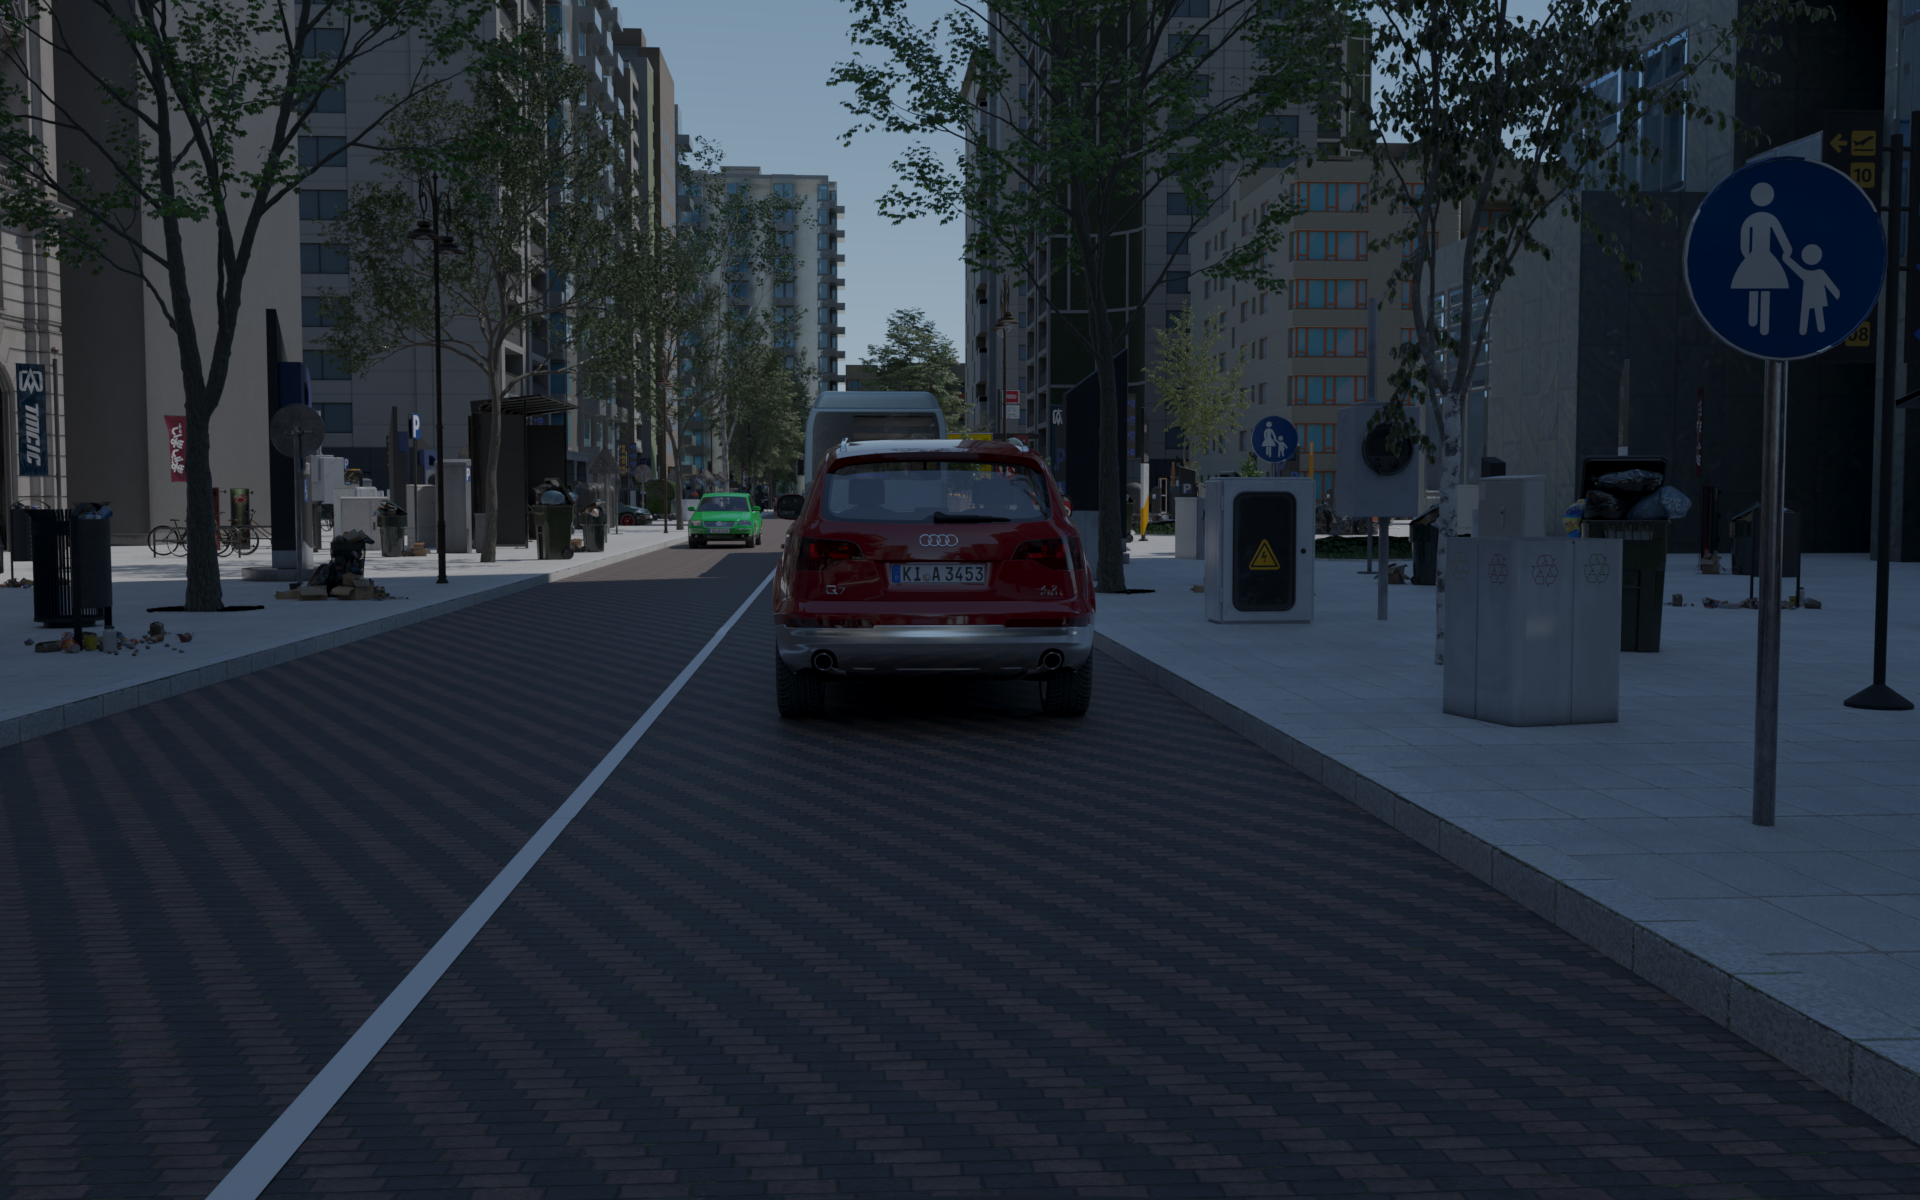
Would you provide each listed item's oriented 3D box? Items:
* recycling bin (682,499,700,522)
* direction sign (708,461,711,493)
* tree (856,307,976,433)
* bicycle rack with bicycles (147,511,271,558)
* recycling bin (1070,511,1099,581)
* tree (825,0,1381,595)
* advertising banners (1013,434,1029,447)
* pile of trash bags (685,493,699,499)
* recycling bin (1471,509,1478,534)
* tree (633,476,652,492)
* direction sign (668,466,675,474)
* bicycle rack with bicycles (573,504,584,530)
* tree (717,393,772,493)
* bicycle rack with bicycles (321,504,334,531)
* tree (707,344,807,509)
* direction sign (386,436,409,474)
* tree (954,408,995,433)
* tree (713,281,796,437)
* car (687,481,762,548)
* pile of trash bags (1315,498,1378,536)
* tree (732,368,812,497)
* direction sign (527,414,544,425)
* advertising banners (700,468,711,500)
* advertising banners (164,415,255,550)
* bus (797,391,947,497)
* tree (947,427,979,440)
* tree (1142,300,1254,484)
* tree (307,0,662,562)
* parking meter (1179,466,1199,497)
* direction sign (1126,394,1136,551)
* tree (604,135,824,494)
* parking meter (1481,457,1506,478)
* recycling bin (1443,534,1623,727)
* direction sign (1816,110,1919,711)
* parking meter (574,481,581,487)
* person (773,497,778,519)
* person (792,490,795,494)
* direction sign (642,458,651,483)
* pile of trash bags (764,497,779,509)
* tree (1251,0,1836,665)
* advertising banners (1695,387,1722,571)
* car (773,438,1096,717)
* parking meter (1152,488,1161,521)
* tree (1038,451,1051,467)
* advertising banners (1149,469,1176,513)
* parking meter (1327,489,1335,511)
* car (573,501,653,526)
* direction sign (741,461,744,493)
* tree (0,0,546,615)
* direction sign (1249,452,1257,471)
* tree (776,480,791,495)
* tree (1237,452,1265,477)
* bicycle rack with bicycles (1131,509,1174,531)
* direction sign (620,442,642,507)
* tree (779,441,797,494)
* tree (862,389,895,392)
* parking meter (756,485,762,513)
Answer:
[{"bbox_3d":[-12.698,-4.202,81.257,0.722,1.027,0.722,-3,5,-42],"label":"recycling bin"},{"bbox_3d":[-17.133,-7.743,118.592,0.379,3.537,0.876,0,4,8],"label":"direction sign"},{"bbox_3d":[-2.743,-11.471,105.680,7.486,12.596,7.792,0,3,0],"label":"tree"},{"bbox_3d":[-15.431,-1.371,35.801,2.925,0.926,2.852,0,4,5],"label":"bicycle rack with bicycles"},{"bbox_3d":[1.670,-0.808,25.771,0.722,1.027,0.722,-2,4,-29],"label":"recycling bin"},{"bbox_3d":[1.819,-5.905,22.300,9.928,11.665,9.643,0,3,0],"label":"tree"},{"bbox_3d":[2.429,-3.312,50.347,2.074,3.025,0.090,2,4,33],"label":"advertising banners"},{"bbox_3d":[-14.796,-5.386,97.817,1.912,1.369,3.447,-1,4,-17],"label":"pile of trash bags"},{"bbox_3d":[8.914,-0.976,28.504,0.722,1.027,0.722,-1,4,-21],"label":"recycling bin"},{"bbox_3d":[-23.981,-8.416,132.206,1.663,3.219,1.824,0,3,0],"label":"tree"},{"bbox_3d":[-23.892,-9.260,143.391,0.379,3.537,0.876,-3,5,-41],"label":"direction sign"},{"bbox_3d":[-14.291,-2.926,61.226,2.852,0.926,2.925,-1,4,-20],"label":"bicycle rack with bicycles"},{"bbox_3d":[-14.966,-10.500,122.036,4.360,8.622,3.978,0,3,0],"label":"tree"},{"bbox_3d":[-22.392,-2.865,60.221,2.852,0.926,2.925,-3,5,-44],"label":"bicycle rack with bicycles"},{"bbox_3d":[-15.293,-13.002,130.709,7.486,12.596,7.792,0,3,0],"label":"tree"},{"bbox_3d":[-21.734,-4.588,67.005,0.876,3.537,0.379,0,4,3],"label":"direction sign"},{"bbox_3d":[1.281,-11.902,144.965,4.360,8.622,3.978,0,3,0],"label":"tree"},{"bbox_3d":[-9.957,-7.788,61.754,8.767,10.594,7.601,0,4,-1],"label":"tree"},{"bbox_3d":[-6.401,-2.359,47.365,1.959,1.807,4.718,0,4,-3],"label":"car"},{"bbox_3d":[12.267,-2.701,53.918,1.912,1.369,3.447,-1,4,-15],"label":"pile of trash bags"},{"bbox_3d":[-18.381,-16.125,170.299,9.857,13.997,8.962,0,3,0],"label":"tree"},{"bbox_3d":[-12.060,-3.462,48.596,0.876,3.537,0.379,-3,5,-40],"label":"direction sign"},{"bbox_3d":[-16.631,-7.189,113.731,0.090,3.025,2.074,1,4,14],"label":"advertising banners"},{"bbox_3d":[-16.974,-2.630,39.185,0.090,3.025,2.074,3,4,37],"label":"advertising banners"},{"bbox_3d":[-2.090,-2.616,37.636,2.948,3.499,13.247,0,4,-5],"label":"bus"},{"bbox_3d":[0.204,-3.381,49.886,1.663,3.219,1.824,0,3,0],"label":"tree"},{"bbox_3d":[9.065,-7.108,66.578,4.737,8.622,4.395,0,3,0],"label":"tree"},{"bbox_3d":[-8.544,-5.988,32.318,7.601,10.594,8.767,-1,4,-9],"label":"tree"},{"bbox_3d":[4.806,-1.877,36.407,0.399,1.863,0.255,1,4,18],"label":"parking meter"},{"bbox_3d":[3.685,-2.884,39.149,0.379,3.537,0.876,3,5,43],"label":"direction sign"},{"bbox_3d":[-14.027,-14.594,94.499,12.611,20.169,13.585,0,3,0],"label":"tree"},{"bbox_3d":[8.295,-1.300,26.974,0.255,1.863,0.399,-1,4,-9],"label":"parking meter"},{"bbox_3d":[3.270,0.161,9.926,0.722,1.027,0.722,-1,4,-19],"label":"recycling bin"},{"bbox_3d":[5.536,-1.121,10.330,0.876,3.537,0.379,0,4,-2],"label":"direction sign"},{"bbox_3d":[-17.008,-4.369,77.150,0.255,1.863,0.399,1,4,15],"label":"parking meter"},{"bbox_3d":[-10.592,-5.303,99.877,0.362,1.253,0.373,-1,4,-13],"label":"person"},{"bbox_3d":[-14.318,-8.614,149.738,0.661,1.777,0.834,3,5,45],"label":"person"},{"bbox_3d":[-19.679,-7.166,109.166,0.379,3.537,0.876,-2,4,-35],"label":"direction sign"},{"bbox_3d":[-17.085,-8.499,148.712,3.447,1.369,1.912,-1,4,-9],"label":"pile of trash bags"},{"bbox_3d":[3.876,-3.824,12.891,4.360,8.622,3.978,0,3,0],"label":"tree"},{"bbox_3d":[12.577,-2.016,29.151,0.090,3.025,2.074,2,4,34],"label":"advertising banners"},{"bbox_3d":[-0.240,-0.246,12.693,2.281,1.827,5.304,0,4,-3],"label":"car"},{"bbox_3d":[7.874,-3.727,69.340,0.372,1.533,0.369,0,3,0],"label":"parking meter"},{"bbox_3d":[3.605,-5.145,78.724,1.663,3.219,1.824,0,3,0],"label":"tree"},{"bbox_3d":[13.769,-7.437,117.785,2.074,3.025,0.090,1,4,22],"label":"advertising banners"},{"bbox_3d":[17.490,-4.484,81.726,0.372,1.533,0.369,0,3,0],"label":"parking meter"},{"bbox_3d":[-14.974,-3.822,72.271,4.222,1.686,2.009,0,4,-2],"label":"car"},{"bbox_3d":[-14.835,-7.725,118.297,0.379,3.537,0.876,-1,4,-16],"label":"direction sign"},{"bbox_3d":[-8.244,-5.693,18.838,9.928,11.665,9.643,0,3,0],"label":"tree"},{"bbox_3d":[15.737,-6.192,93.237,0.379,3.537,0.876,-2,4,-24],"label":"direction sign"},{"bbox_3d":[-20.356,-12.611,200.789,1.663,3.219,1.824,0,3,0],"label":"tree"},{"bbox_3d":[13.021,-5.159,78.944,1.663,3.219,1.824,0,3,0],"label":"tree"},{"bbox_3d":[5.751,-2.753,58.387,2.925,0.926,2.852,0,4,8],"label":"bicycle rack with bicycles"},{"bbox_3d":[-14.548,-5.129,75.864,0.876,3.537,0.379,-3,5,-43],"label":"direction sign"},{"bbox_3d":[-18.594,-14.266,183.618,4.737,8.622,4.395,0,3,0],"label":"tree"},{"bbox_3d":[-5.846,-12.654,141.301,8.767,10.594,7.601,0,4,3],"label":"tree"},{"bbox_3d":[-13.532,-6.765,116.325,0.255,1.863,0.399,-3,4,-39],"label":"parking meter"}]
